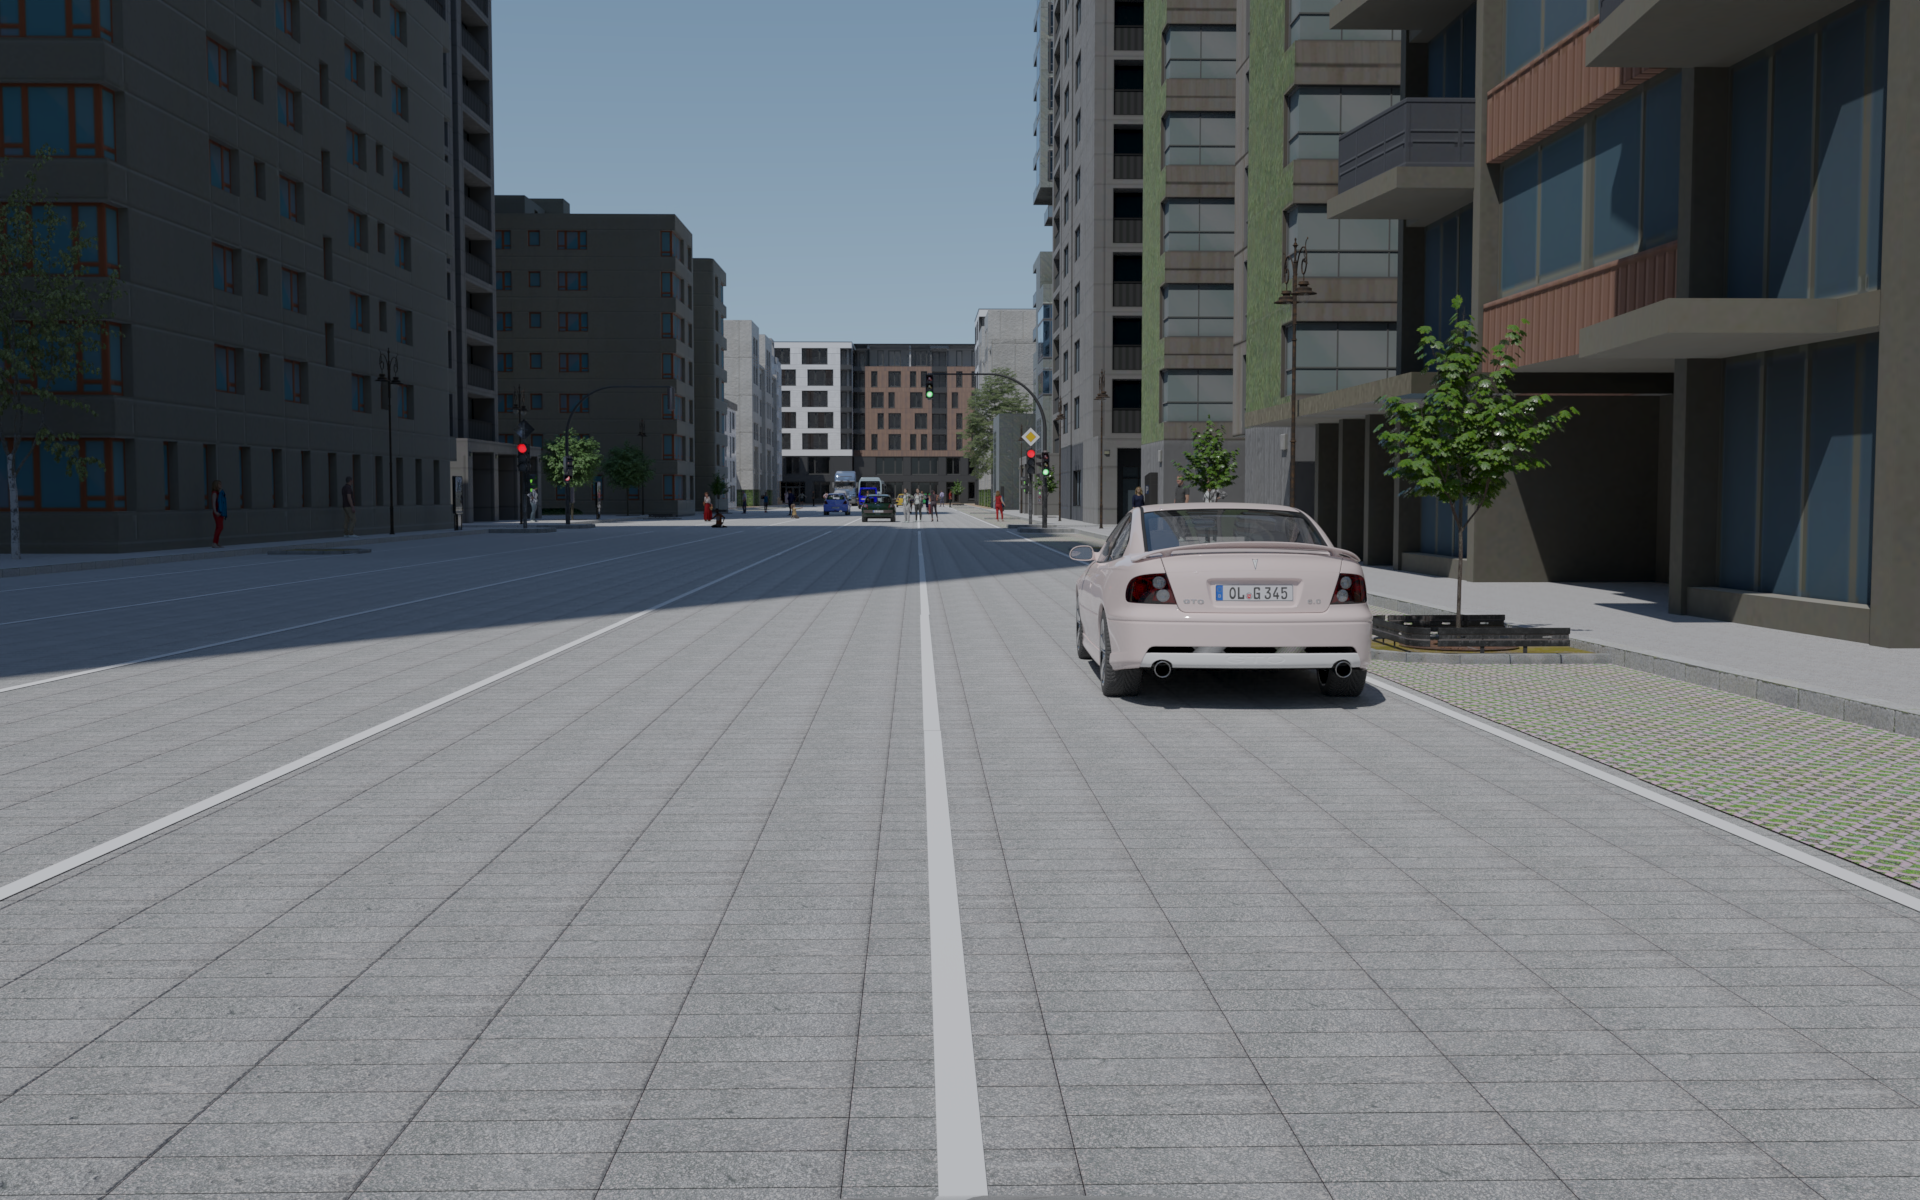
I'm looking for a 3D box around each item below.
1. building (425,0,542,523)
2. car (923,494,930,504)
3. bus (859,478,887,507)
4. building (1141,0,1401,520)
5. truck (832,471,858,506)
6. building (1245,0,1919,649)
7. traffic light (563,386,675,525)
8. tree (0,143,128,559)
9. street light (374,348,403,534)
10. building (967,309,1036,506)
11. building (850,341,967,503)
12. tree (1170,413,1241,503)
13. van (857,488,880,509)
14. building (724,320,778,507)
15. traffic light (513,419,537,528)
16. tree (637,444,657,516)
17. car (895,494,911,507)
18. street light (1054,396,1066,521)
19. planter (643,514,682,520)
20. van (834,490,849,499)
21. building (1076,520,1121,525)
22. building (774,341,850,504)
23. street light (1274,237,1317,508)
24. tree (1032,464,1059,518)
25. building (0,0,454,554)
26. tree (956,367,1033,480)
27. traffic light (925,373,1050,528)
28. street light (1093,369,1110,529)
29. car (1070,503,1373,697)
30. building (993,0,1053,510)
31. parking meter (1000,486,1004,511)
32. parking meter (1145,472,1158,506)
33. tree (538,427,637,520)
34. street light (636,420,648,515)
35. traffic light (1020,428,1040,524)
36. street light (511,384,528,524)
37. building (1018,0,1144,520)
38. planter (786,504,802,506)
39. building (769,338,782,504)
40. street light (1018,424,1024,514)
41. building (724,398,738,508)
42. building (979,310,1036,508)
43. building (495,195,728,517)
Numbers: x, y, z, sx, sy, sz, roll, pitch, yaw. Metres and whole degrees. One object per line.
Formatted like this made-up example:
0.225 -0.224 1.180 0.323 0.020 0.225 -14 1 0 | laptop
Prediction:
-32.017 -39.489 83.896 20.563 71.187 20.611 0 4 -1 | building
-3.978 -12.299 209.888 1.959 1.807 4.718 0 4 -1 | car
-10.119 -12.536 199.820 2.948 3.499 13.247 0 4 -1 | bus
12.924 -22.876 57.615 14.154 41.232 14.086 0 4 -1 | building
-13.596 -13.460 209.833 2.967 4.110 18.799 0 4 -2 | truck
17.121 -22.442 21.555 22.147 44.769 28.867 0 4 -1 | building
-14.379 -6.003 72.817 4.771 5.953 1.251 0 4 -1 | traffic light
-18.419 -5.090 33.582 4.737 8.622 4.395 0 3 0 | tree
-18.052 -5.021 54.885 0.468 5.910 1.993 0 4 -1 | street light
15.601 -22.227 207.381 27.936 21.610 32.646 0 4 -1 | building
1.599 -24.579 245.836 32.646 21.610 27.936 0 4 -1 | building
5.832 -2.858 41.334 1.663 3.219 1.824 0 3 0 | tree
-8.839 -9.918 166.550 2.240 2.365 5.245 0 4 -3 | van
-29.894 -19.885 191.573 16.747 18.905 31.486 0 4 -1 | building
-16.268 -4.638 64.747 0.839 4.253 0.868 0 4 -1 | traffic light
-19.553 -7.206 101.530 4.285 4.588 4.351 0 3 0 | tree
-6.048 -10.816 187.062 2.015 1.641 3.980 0 4 -3 | car
4.728 -6.671 81.865 0.468 5.910 1.993 0 4 -1 | street light
-16.823 -4.706 98.085 1.991 0.319 1.994 0 4 -1 | planter
-13.167 -11.203 190.185 2.013 2.044 4.112 0 4 -2 | van
15.838 -39.314 81.040 20.611 71.187 20.563 0 4 -1 | building
-31.092 -24.551 245.383 32.646 21.610 27.936 0 4 -1 | building
6.048 -3.585 31.400 0.468 5.910 1.993 0 4 -1 | street light
4.869 -6.124 94.726 1.663 3.219 1.824 0 3 0 | tree
-32.895 -12.538 50.034 28.899 21.520 27.650 0 4 -1 | building
3.329 -14.489 155.015 7.486 12.596 7.792 0 3 0 | tree
1.078 -5.528 65.055 4.771 5.953 1.251 0 4 -1 | traffic light
5.239 -5.585 64.101 0.468 5.910 1.993 0 4 -1 | street light
1.934 -0.077 13.627 2.083 1.381 4.827 0 4 0 | car
14.409 -50.075 131.395 22.319 86.520 31.000 0 4 -1 | building
3.126 -7.481 128.025 0.255 1.863 0.399 0 4 5 | parking meter
5.153 -2.507 46.707 0.255 1.863 0.399 -1 4 -16 | parking meter
-19.084 -6.189 84.899 4.285 4.588 4.351 0 3 0 | tree
-19.338 -8.117 105.503 0.468 5.910 1.993 0 4 -1 | street light
2.967 -5.157 73.232 0.839 4.253 0.868 0 4 -1 | traffic light
-18.540 -6.132 73.042 0.468 5.910 1.993 0 4 -1 | street light
14.506 -40.847 106.094 20.563 71.187 20.611 0 4 -1 | building
-19.451 -11.143 203.330 1.991 0.319 1.994 0 4 -1 | planter
-28.206 -21.985 215.871 11.380 20.091 16.016 0 4 -1 | building
4.048 -8.643 114.104 0.468 5.910 1.993 0 4 -1 | street light
-25.378 -13.461 162.236 9.099 9.664 28.070 0 4 -1 | building
10.848 -18.887 175.259 16.747 18.905 31.486 0 4 -1 | building
-31.738 -16.889 121.182 27.650 21.520 28.899 0 4 -1 | building
